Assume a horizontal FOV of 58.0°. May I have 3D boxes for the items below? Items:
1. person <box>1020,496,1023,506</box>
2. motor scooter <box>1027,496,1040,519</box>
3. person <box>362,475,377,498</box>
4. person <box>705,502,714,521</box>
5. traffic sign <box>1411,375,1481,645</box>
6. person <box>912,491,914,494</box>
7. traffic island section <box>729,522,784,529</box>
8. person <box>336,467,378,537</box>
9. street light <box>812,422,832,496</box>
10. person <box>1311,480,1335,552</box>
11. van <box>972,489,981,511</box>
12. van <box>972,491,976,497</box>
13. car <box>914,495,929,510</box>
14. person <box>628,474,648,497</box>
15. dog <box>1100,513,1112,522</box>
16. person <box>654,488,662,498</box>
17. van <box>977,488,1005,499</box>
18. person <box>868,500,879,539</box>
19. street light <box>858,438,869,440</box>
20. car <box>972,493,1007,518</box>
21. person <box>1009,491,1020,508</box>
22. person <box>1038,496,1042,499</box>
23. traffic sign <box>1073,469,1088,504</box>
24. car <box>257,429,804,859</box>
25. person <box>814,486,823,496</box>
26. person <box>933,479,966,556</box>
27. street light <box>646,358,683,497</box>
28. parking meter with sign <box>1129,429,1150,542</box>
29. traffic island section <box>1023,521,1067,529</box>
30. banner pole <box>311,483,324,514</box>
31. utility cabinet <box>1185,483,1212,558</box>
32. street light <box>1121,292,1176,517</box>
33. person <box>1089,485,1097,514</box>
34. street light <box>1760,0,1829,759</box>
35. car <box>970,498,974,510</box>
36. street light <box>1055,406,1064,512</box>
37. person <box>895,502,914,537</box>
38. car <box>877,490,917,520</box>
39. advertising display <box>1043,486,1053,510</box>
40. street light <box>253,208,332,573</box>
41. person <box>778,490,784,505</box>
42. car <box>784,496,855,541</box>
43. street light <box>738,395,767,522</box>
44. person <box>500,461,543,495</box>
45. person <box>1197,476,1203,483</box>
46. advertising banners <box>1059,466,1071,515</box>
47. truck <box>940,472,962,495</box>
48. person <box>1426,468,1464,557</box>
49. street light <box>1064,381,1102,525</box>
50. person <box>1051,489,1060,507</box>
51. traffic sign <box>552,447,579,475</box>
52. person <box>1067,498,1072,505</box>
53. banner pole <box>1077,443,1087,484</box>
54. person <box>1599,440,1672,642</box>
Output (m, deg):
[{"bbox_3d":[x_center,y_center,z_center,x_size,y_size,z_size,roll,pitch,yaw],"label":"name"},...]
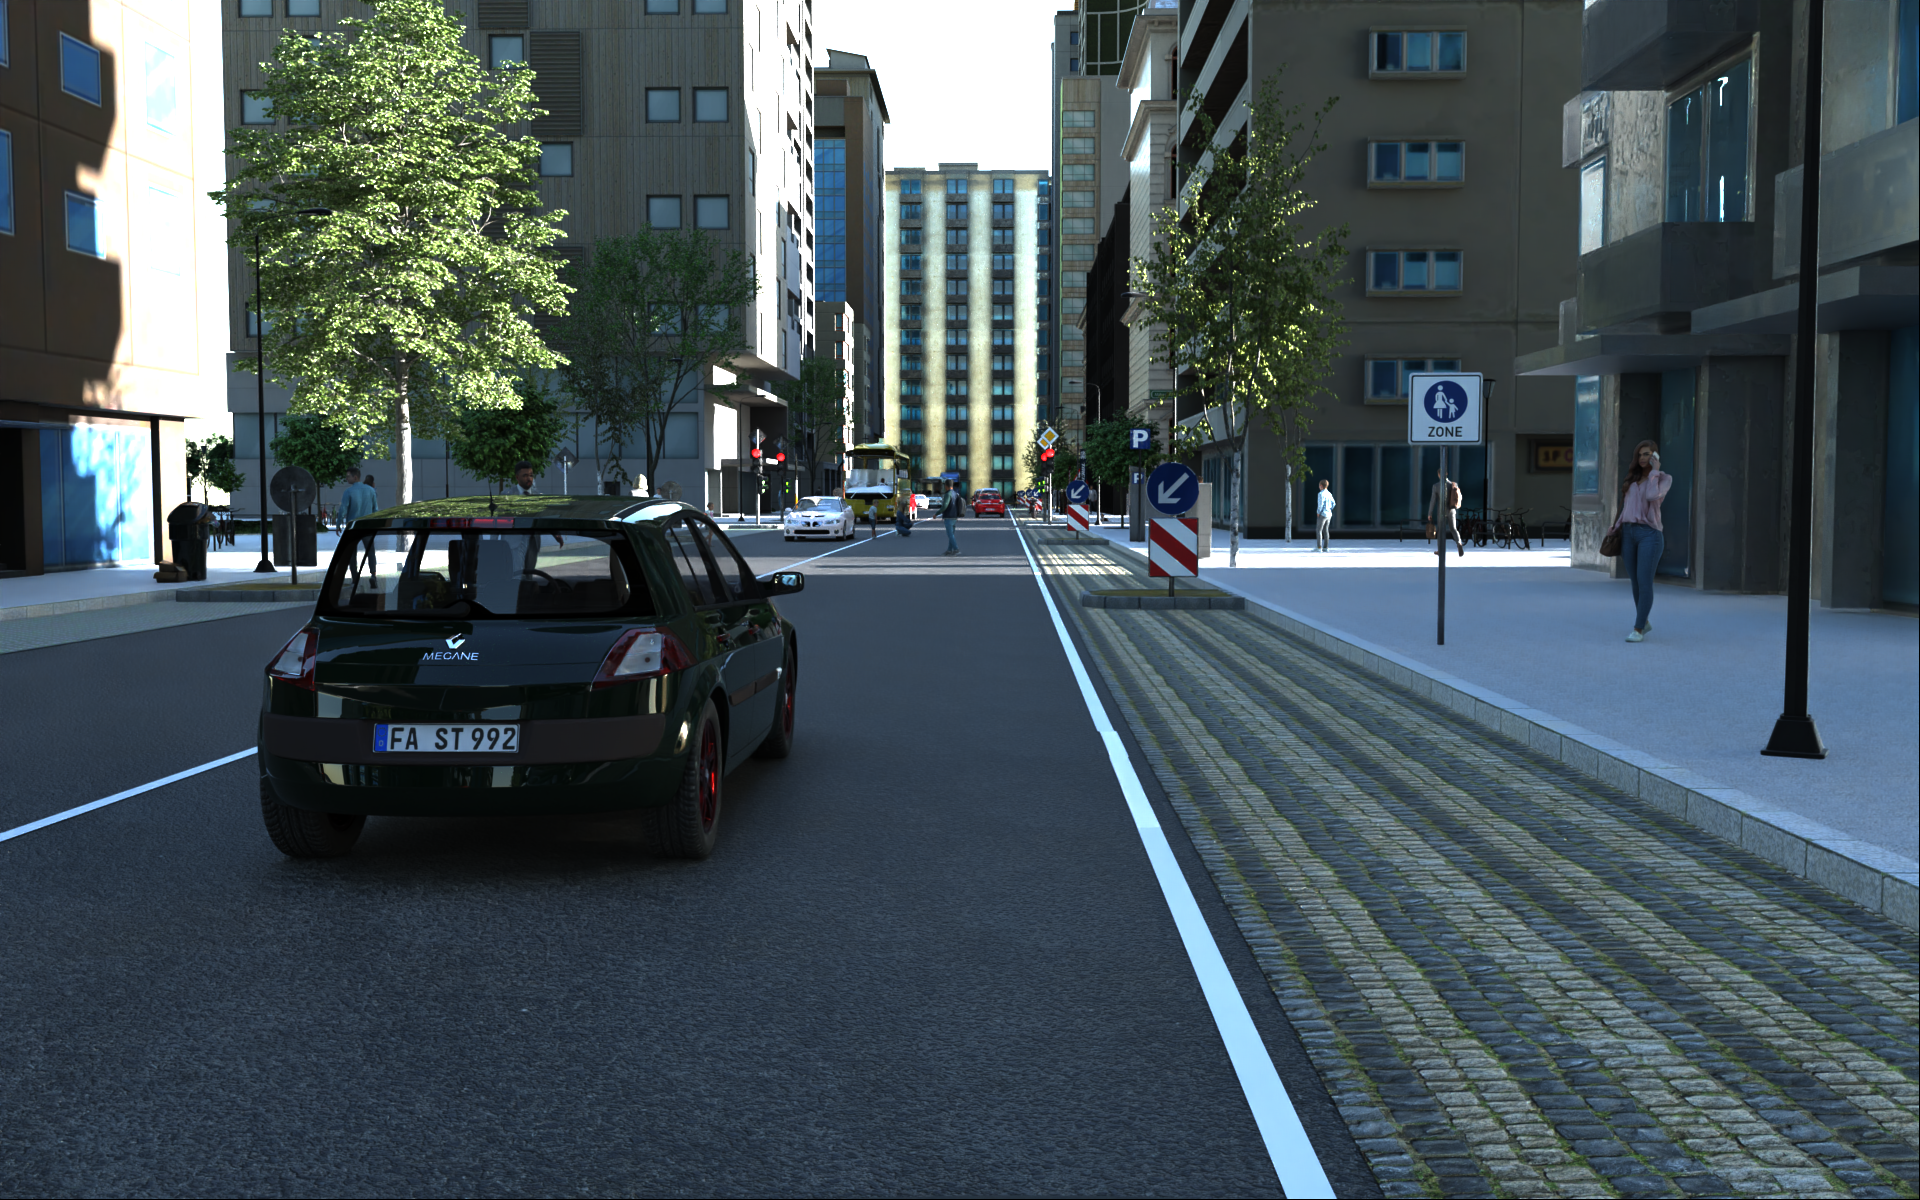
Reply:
[{"bbox_3d":[7.109,-11.686,200.241,0.551,1.740,0.621,3,5,45],"label":"person"},{"bbox_3d":[4.305,-5.410,101.235,0.815,1.314,1.986,0,4,1],"label":"motor scooter"},{"bbox_3d":[-15.702,-2.407,45.670,0.793,1.790,0.793,-1,4,-11],"label":"person"},{"bbox_3d":[-6.768,-2.026,46.639,0.382,1.210,0.505,1,4,17],"label":"person"},{"bbox_3d":[4.091,-0.767,14.673,0.606,2.300,0.079,0,4,4],"label":"traffic sign"},{"bbox_3d":[-5.349,-11.652,199.030,0.705,1.821,1.348,0,4,-5],"label":"person"},{"bbox_3d":[-8.482,-3.071,72.487,2.009,0.180,2.903,0,4,1],"label":"traffic island section"},{"bbox_3d":[-9.108,-1.092,26.220,0.638,1.841,0.748,-2,4,-30],"label":"person"},{"bbox_3d":[-8.995,-8.533,112.056,1.470,5.913,1.316,0,4,1],"label":"street light"},{"bbox_3d":[8.102,-1.880,38.590,0.589,1.601,0.330,-2,4,-35],"label":"person"},{"bbox_3d":[2.028,-8.524,146.376,2.013,2.044,4.112,0,4,3],"label":"van"},{"bbox_3d":[2.402,-12.142,205.539,2.013,2.044,4.112,0,4,2],"label":"van"},{"bbox_3d":[-3.882,-9.018,159.805,2.083,1.381,4.827,0,4,1],"label":"car"},{"bbox_3d":[-6.113,-1.465,32.641,0.526,1.800,0.537,3,5,44],"label":"person"},{"bbox_3d":[6.771,-3.840,80.518,0.748,0.427,0.550,-1,4,-10],"label":"dog"},{"bbox_3d":[-10.545,-3.202,60.991,0.523,1.515,0.503,2,4,34],"label":"person"},{"bbox_3d":[2.158,-7.105,123.172,2.013,2.044,4.112,0,4,2],"label":"van"},{"bbox_3d":[-2.758,-2.578,55.330,0.352,1.250,0.332,0,3,0],"label":"person"},{"bbox_3d":[-8.206,-10.437,143.181,1.470,5.913,1.316,0,4,1],"label":"street light"},{"bbox_3d":[1.817,-5.947,106.277,2.155,1.783,4.494,0,4,0],"label":"car"},{"bbox_3d":[5.651,-10.330,178.212,1.217,1.723,0.721,-1,4,-19],"label":"person"},{"bbox_3d":[9.860,-12.921,218.025,0.721,1.735,1.217,-3,5,-39],"label":"person"},{"bbox_3d":[6.148,-5.429,88.770,0.884,2.594,0.081,1,4,11],"label":"traffic sign"},{"bbox_3d":[-1.797,0.097,8.208,2.009,1.686,4.222,0,4,1],"label":"car"},{"bbox_3d":[-10.438,-7.462,127.822,0.659,1.850,0.755,0,4,3],"label":"person"},{"bbox_3d":[-0.224,-1.921,40.253,0.721,1.781,0.623,1,4,16],"label":"person"},{"bbox_3d":[-10.176,-5.312,59.392,1.470,5.913,1.316,0,4,1],"label":"street light"},{"bbox_3d":[4.834,-3.100,46.952,0.543,3.016,1.738,0,4,3],"label":"parking meter with sign"},{"bbox_3d":[3.949,-3.541,80.170,2.009,0.180,2.903,0,4,1],"label":"traffic island section"},{"bbox_3d":[-29.859,-5.514,80.170,0.863,3.779,0.401,0,4,1],"label":"banner pole"},{"bbox_3d":[4.771,-1.599,34.830,0.318,1.500,1.173,0,4,-4],"label":"utility cabinet"},{"bbox_3d":[4.404,-4.127,40.011,1.470,5.913,1.316,0,4,1],"label":"street light"},{"bbox_3d":[8.531,-6.428,110.987,0.661,1.843,0.795,3,5,40],"label":"person"},{"bbox_3d":[3.581,-2.193,8.392,1.470,5.913,1.316,0,4,1],"label":"street light"},{"bbox_3d":[2.009,-9.309,161.241,2.155,1.783,4.494,0,4,0],"label":"car"},{"bbox_3d":[5.705,-7.298,91.869,1.470,5.913,1.316,0,4,1],"label":"street light"},{"bbox_3d":[-1.823,-2.722,58.511,0.738,1.151,1.012,1,4,9],"label":"person"},{"bbox_3d":[-3.587,-5.391,96.823,2.281,1.827,5.304,0,4,3],"label":"car"},{"bbox_3d":[7.269,-8.425,142.959,0.974,1.923,0.123,-3,5,-41],"label":"advertising display"},{"bbox_3d":[-10.878,-3.408,28.265,1.470,5.913,1.316,0,4,1],"label":"street light"},{"bbox_3d":[-13.190,-7.444,128.018,0.793,1.790,0.793,0,4,1],"label":"person"},{"bbox_3d":[-4.349,-2.553,54.107,2.083,1.381,4.827,0,4,2],"label":"car"},{"bbox_3d":[-9.702,-6.629,80.928,1.470,5.913,1.316,0,4,1],"label":"street light"},{"bbox_3d":[-4.738,-0.613,18.799,0.678,1.792,0.850,-3,5,-39],"label":"person"},{"bbox_3d":[6.887,-2.612,49.026,0.573,1.790,0.520,-1,4,-21],"label":"person"},{"bbox_3d":[6.515,-6.771,106.888,0.090,3.025,2.074,2,4,23],"label":"advertising banners"},{"bbox_3d":[-1.166,-14.035,219.232,2.967,4.110,18.799,0,4,1],"label":"truck"},{"bbox_3d":[9.999,-1.814,35.665,0.622,1.834,0.822,-1,4,-13],"label":"person"},{"bbox_3d":[5.152,-6.032,71.167,1.470,5.913,1.316,0,4,1],"label":"street light"},{"bbox_3d":[7.040,-7.338,126.289,0.678,1.792,0.850,-1,4,-15],"label":"person"},{"bbox_3d":[-10.948,-2.954,48.036,0.795,2.593,0.064,0,4,7],"label":"traffic sign"},{"bbox_3d":[9.582,-8.992,153.029,0.822,1.834,0.622,-1,4,-22],"label":"person"},{"bbox_3d":[5.888,-5.765,84.271,0.401,3.779,0.863,-3,4,-38],"label":"banner pole"},{"bbox_3d":[5.985,-0.523,15.187,0.643,1.750,0.593,-2,4,-33],"label":"person"}]
